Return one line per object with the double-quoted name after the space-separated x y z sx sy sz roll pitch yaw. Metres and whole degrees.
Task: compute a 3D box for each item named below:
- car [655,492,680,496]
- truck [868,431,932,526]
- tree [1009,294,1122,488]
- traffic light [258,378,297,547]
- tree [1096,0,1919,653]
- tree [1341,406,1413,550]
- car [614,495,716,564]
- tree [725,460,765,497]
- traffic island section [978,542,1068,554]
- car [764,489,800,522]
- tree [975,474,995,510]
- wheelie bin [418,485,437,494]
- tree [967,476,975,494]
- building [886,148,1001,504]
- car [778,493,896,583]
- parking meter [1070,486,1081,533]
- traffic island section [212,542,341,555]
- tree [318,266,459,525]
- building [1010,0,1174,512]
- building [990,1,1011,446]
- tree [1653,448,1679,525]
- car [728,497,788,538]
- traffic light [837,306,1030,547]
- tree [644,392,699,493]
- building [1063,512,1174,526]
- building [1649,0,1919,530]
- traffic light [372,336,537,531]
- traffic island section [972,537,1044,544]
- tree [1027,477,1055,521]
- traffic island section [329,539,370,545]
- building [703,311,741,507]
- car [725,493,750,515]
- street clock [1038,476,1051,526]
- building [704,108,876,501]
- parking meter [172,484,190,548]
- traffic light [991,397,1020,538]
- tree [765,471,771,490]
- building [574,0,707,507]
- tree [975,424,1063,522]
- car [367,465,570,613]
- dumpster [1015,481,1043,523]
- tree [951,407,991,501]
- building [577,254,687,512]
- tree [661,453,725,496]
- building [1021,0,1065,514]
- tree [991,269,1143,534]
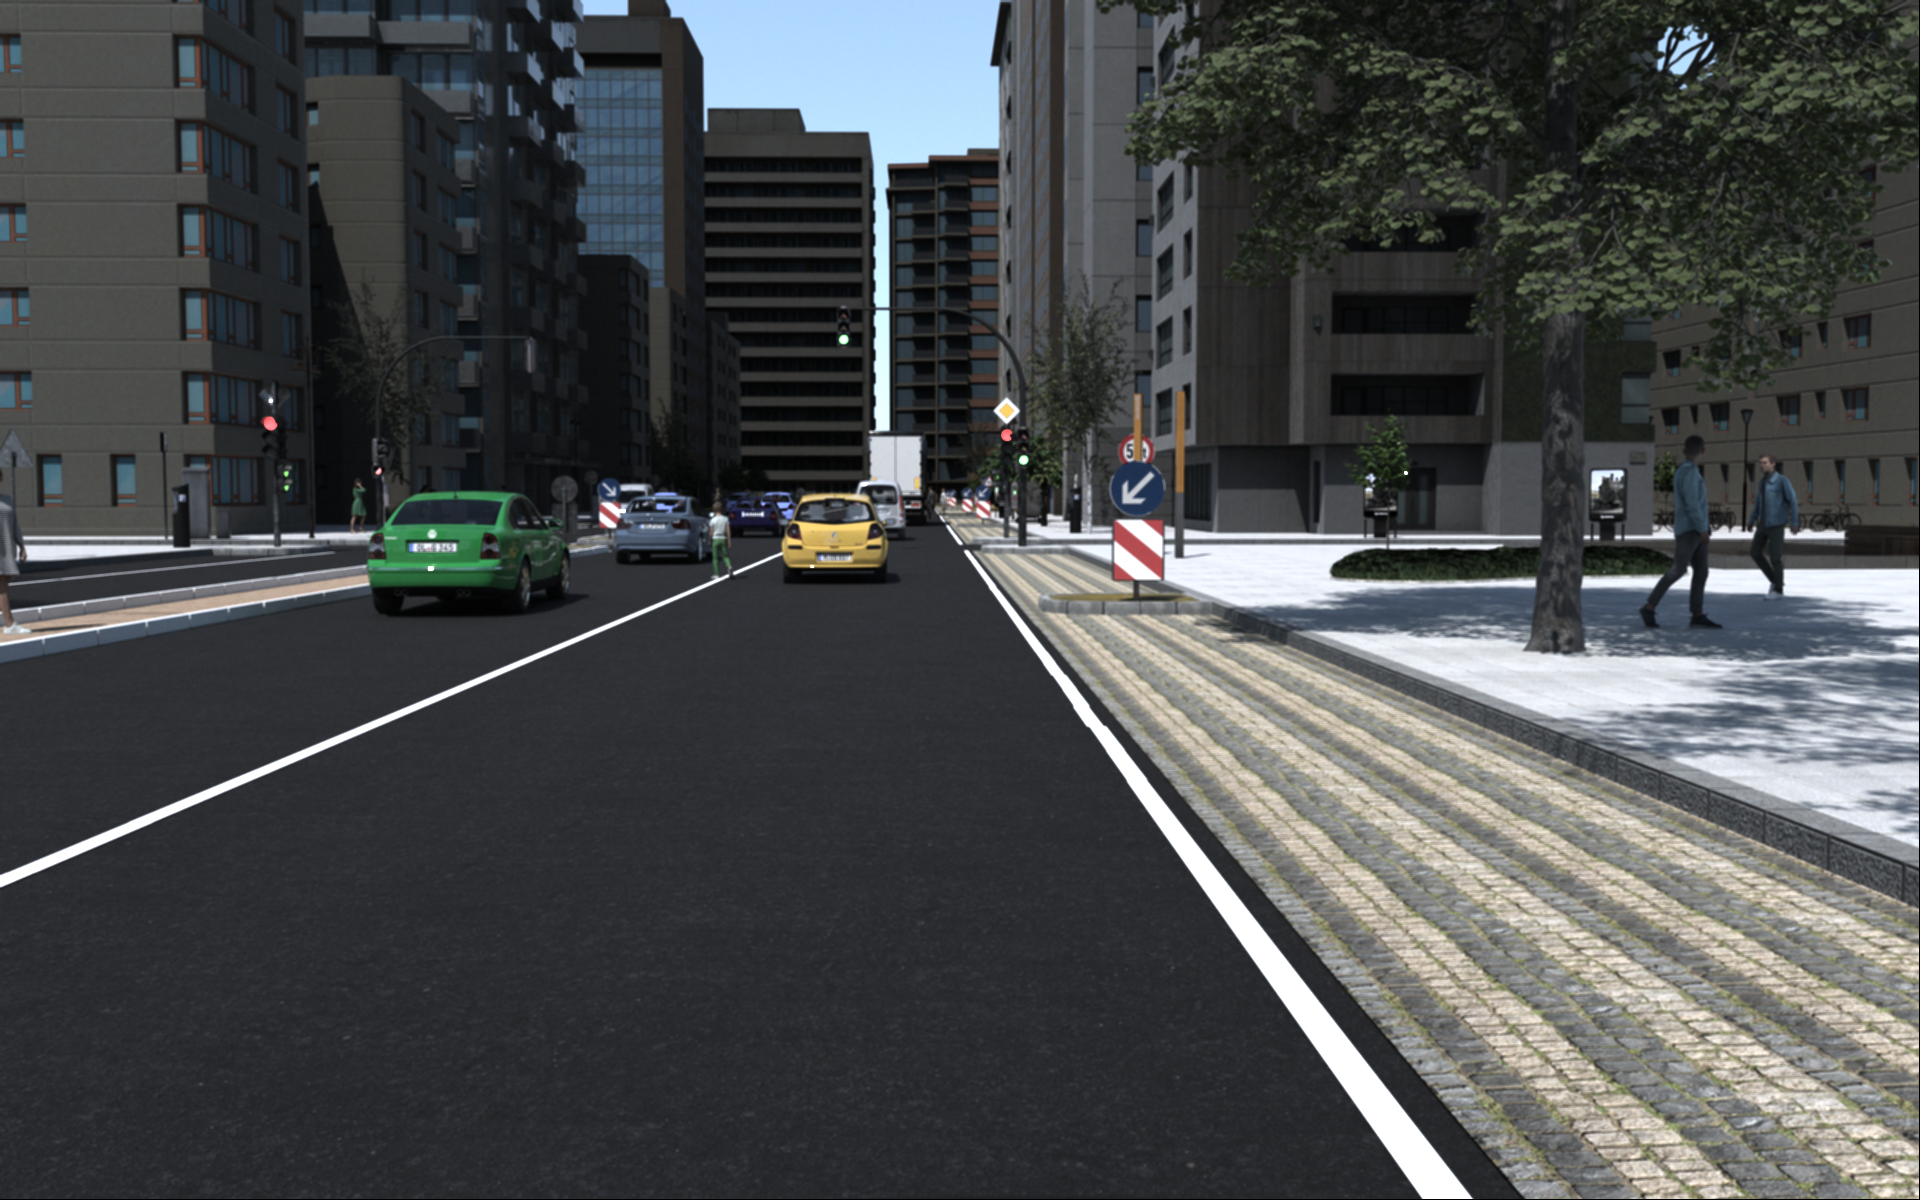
-14.491 -4.627 85.250 1.945 1.707 3.694 0 4 -3 "car"
-2.828 -5.697 82.066 2.839 4.237 11.283 0 4 0 "truck"
4.165 -6.954 64.053 4.737 8.622 4.395 0 3 0 "tree"
-16.554 -3.243 41.939 0.839 4.253 0.868 0 4 -1 "traffic light"
4.811 -5.878 14.240 7.486 12.596 7.792 0 3 0 "tree"
9.518 -2.665 38.177 1.663 3.219 1.824 0 3 0 "tree"
-6.245 -1.531 37.030 2.014 1.417 4.499 0 4 -1 "car"
-21.890 -11.213 167.039 4.285 4.588 4.351 0 3 0 "tree"
1.544 -1.233 42.447 2.009 0.180 2.903 0 4 -1 "traffic island section"
-8.119 -4.178 77.908 1.945 1.707 3.694 0 4 0 "car"
2.509 -8.857 139.417 1.663 3.219 1.824 0 3 0 "tree"
-19.060 -3.308 61.992 0.693 1.594 0.980 -3 5 -43 "wheelie bin"
1.581 -10.638 168.535 1.663 3.219 1.824 0 3 0 "tree"
3.465 -34.717 222.244 28.867 44.769 22.147 0 4 -1 "building"
-2.083 -1.164 29.250 2.015 1.641 3.980 0 4 -3 "car"
3.804 -2.970 56.971 0.372 1.533 0.369 0 3 0 "parking meter"
-16.594 -1.211 42.073 2.009 0.180 2.903 0 4 -1 "traffic island section"
-18.849 -6.530 57.124 4.360 8.622 3.978 0 3 0 "tree"
15.073 -37.554 156.015 21.231 58.520 28.212 0 4 -1 "building"
18.071 -36.388 184.180 28.713 52.752 27.495 0 4 -1 "building"
29.532 -4.745 72.182 1.663 3.219 1.824 0 3 0 "tree"
-6.811 -2.796 58.292 1.945 1.354 3.894 0 4 -2 "car"
-0.586 -4.127 42.147 4.771 5.953 1.251 0 4 -1 "traffic light"
-20.955 -10.721 125.646 4.737 8.622 4.395 0 3 0 "tree"
15.497 -33.048 82.328 21.231 58.520 28.212 0 4 -1 "building"
45.463 -13.623 67.769 28.899 21.520 27.650 0 4 -1 "building"
-14.631 -4.608 50.001 4.771 5.953 1.251 0 4 -1 "traffic light"
1.376 -1.722 50.430 2.009 0.180 2.903 0 4 -1 "traffic island section"
3.748 -5.419 83.197 1.663 3.219 1.824 0 3 0 "tree"
-16.761 -1.699 50.056 2.009 0.180 2.903 0 4 -1 "traffic island section"
-39.218 -20.742 184.178 28.899 21.520 27.650 0 4 -1 "building"
-15.382 -6.819 121.084 1.945 1.707 3.694 0 4 -1 "car"
3.359 -3.946 69.089 0.471 2.002 0.358 2 4 35 "street clock"
-21.754 -36.542 221.158 21.600 48.544 21.300 0 4 -1 "building"
-18.725 -2.032 41.634 0.372 1.533 0.369 0 3 0 "parking meter"
1.336 -3.755 50.315 0.839 4.253 0.868 0 4 -1 "traffic light"
-22.123 -12.530 188.573 4.285 4.588 4.351 0 3 0 "tree"
-31.521 -31.257 161.159 14.600 45.320 14.200 0 4 -1 "building"
3.052 -5.886 79.954 4.285 4.588 4.351 0 3 0 "tree"
-6.184 -0.819 22.187 1.959 1.807 4.718 0 4 -3 "car"
3.052 -4.293 75.942 1.264 1.857 1.865 0 4 -1 "dumpster"
1.526 -11.856 144.215 4.360 8.622 3.978 0 3 0 "tree"
-37.872 -18.001 139.362 27.650 21.520 28.899 0 4 -1 "building"
-21.649 -9.302 135.799 4.285 4.588 4.351 0 3 0 "tree"
12.061 -29.668 135.183 14.600 45.320 14.200 0 4 -1 "building"
4.039 -6.448 55.786 4.360 8.622 3.978 0 3 0 "tree"
